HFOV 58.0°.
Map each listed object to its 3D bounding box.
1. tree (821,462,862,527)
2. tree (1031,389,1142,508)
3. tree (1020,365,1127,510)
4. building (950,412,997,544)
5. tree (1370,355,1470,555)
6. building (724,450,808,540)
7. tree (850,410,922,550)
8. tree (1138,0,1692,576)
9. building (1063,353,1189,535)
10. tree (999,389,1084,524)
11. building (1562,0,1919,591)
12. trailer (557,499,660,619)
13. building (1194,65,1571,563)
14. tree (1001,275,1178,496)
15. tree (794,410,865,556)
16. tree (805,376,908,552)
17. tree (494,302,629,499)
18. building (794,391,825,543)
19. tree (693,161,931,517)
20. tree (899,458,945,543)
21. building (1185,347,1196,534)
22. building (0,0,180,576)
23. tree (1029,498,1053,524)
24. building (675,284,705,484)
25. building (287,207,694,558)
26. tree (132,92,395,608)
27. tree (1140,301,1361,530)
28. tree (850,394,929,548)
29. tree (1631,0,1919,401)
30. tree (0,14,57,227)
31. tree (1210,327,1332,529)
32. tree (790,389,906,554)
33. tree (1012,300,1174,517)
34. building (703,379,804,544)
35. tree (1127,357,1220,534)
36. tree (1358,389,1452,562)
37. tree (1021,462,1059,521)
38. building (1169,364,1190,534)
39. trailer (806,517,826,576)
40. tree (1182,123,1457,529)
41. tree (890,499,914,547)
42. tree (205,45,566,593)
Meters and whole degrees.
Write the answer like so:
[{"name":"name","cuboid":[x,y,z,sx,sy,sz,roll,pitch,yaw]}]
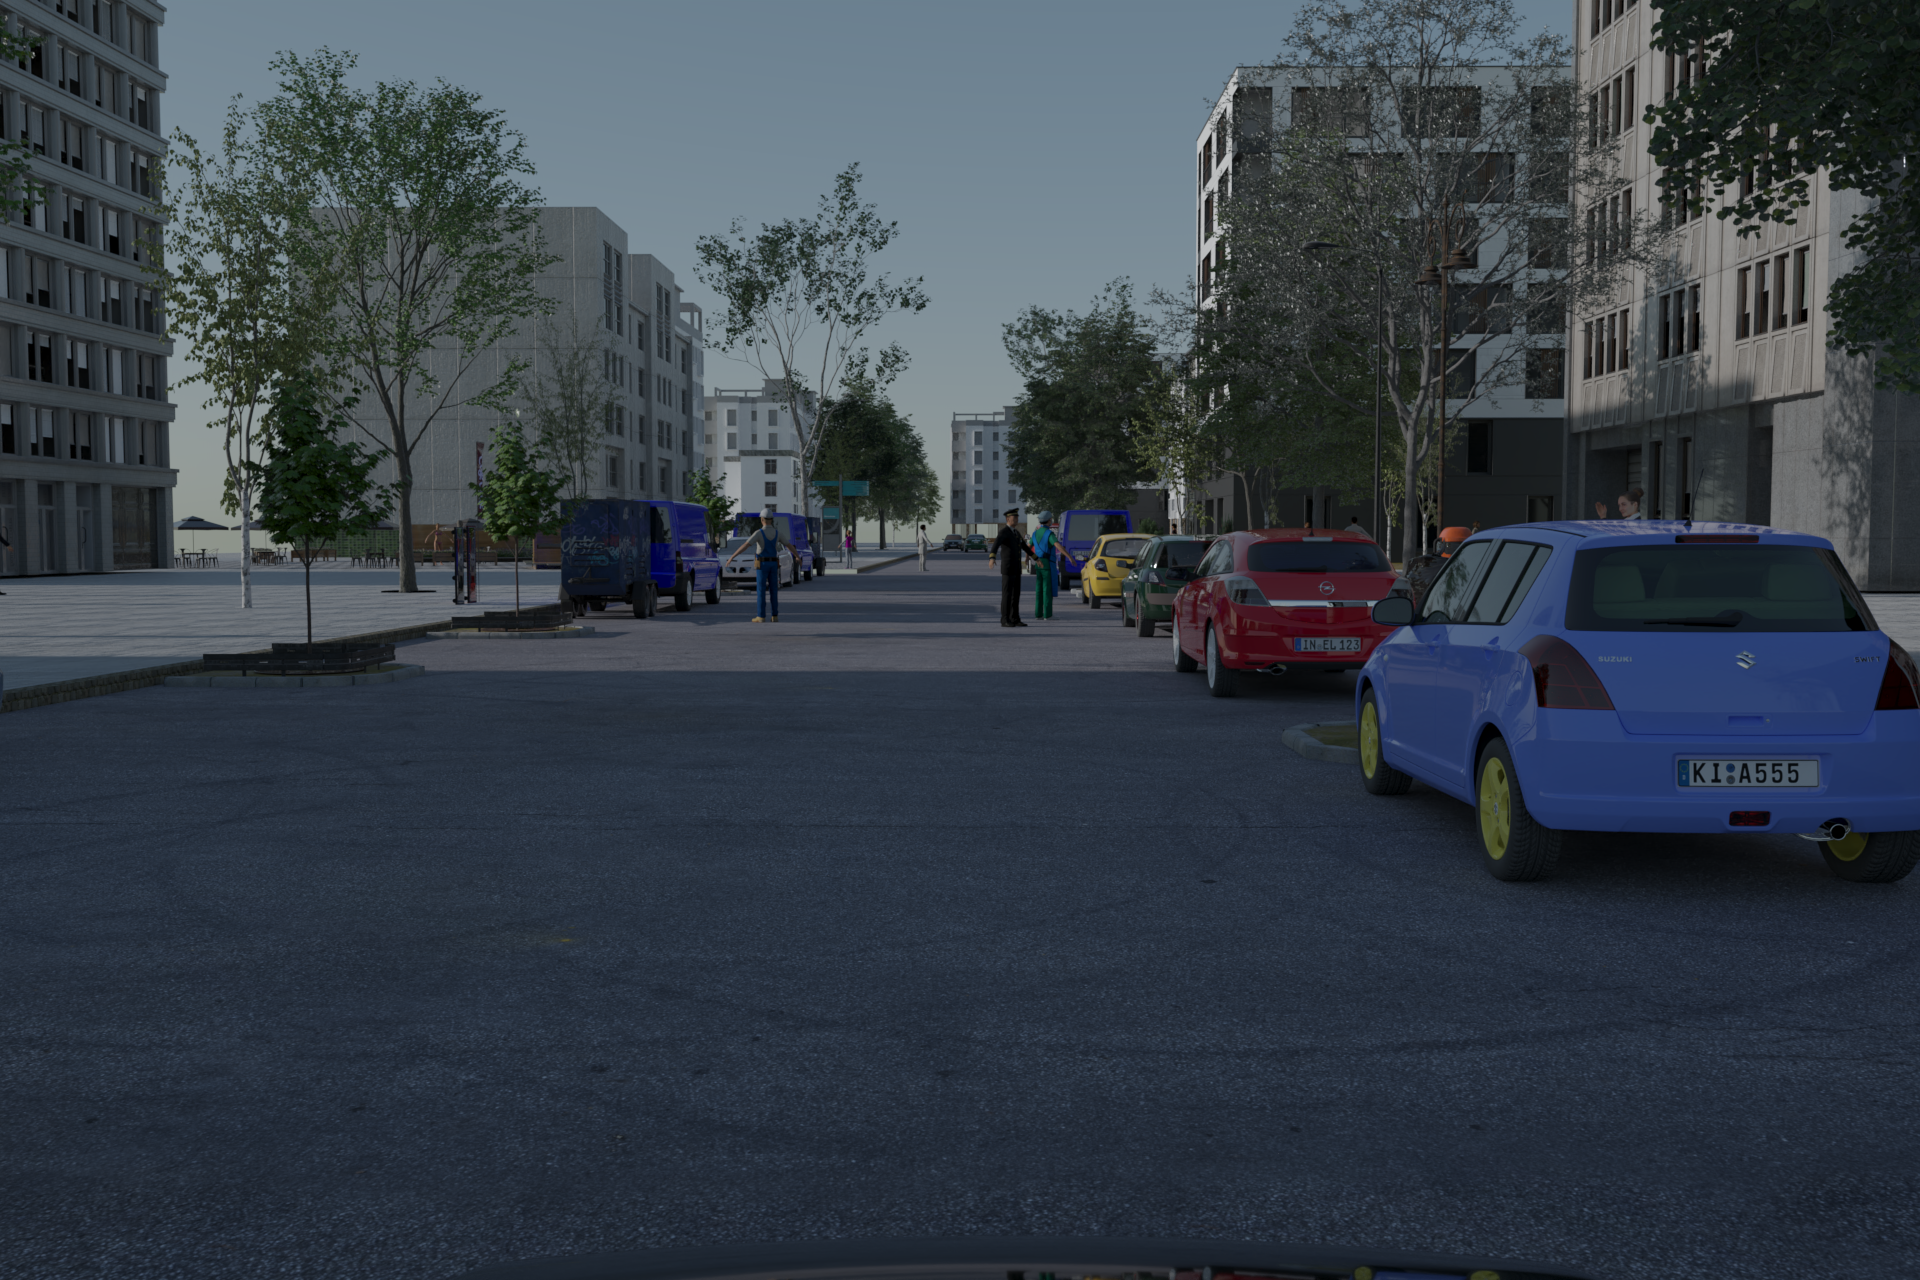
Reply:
[{"name":"tree","cuboid":[-18.235,-21.303,254.965,9.857,13.997,8.962,0,3,0]},{"name":"tree","cuboid":[7.763,-10.528,106.539,7.601,10.594,8.767,1,4,14]},{"name":"tree","cuboid":[7.939,-12.098,115.924,7.486,12.596,7.792,0,3,0]},{"name":"building","cuboid":[-1.164,-24.510,259.609,11.380,20.090,16.016,0,4,5]},{"name":"tree","cuboid":[18.707,-7.237,68.687,4.360,8.622,3.978,0,3,0]},{"name":"building","cuboid":[-20.908,-14.959,186.732,9.099,9.664,28.070,0,4,1]},{"name":"tree","cuboid":[-6.574,-13.300,143.203,9.928,11.665,9.643,0,3,0]},{"name":"tree","cuboid":[9.268,-7.631,35.140,12.009,13.543,11.850,0,3,0]},{"name":"building","cuboid":[26.373,-22.498,211.813,27.936,21.610,32.646,0,4,1]},{"name":"tree","cuboid":[8.117,-14.537,144.335,9.857,13.997,8.962,0,3,0]},{"name":"building","cuboid":[25.605,-14.002,46.195,12.078,24.872,19.932,0,4,1]},{"name":"trailer","cuboid":[-6.017,-1.339,28.948,1.471,1.999,3.904,0,4,1]},{"name":"building","cuboid":[26.202,-15.182,92.203,27.936,21.610,32.646,0,4,1]},{"name":"tree","cuboid":[9.644,-16.560,126.644,12.611,20.169,13.585,0,3,0]},{"name":"tree","cuboid":[-7.447,-9.261,101.782,4.737,8.622,4.395,0,3,0]},{"name":"tree","cuboid":[-7.545,-12.581,123.822,7.486,12.596,7.792,0,3,0]},{"name":"tree","cuboid":[-11.867,-6.376,54.615,4.360,8.622,3.978,0,3,0]},{"name":"building","cuboid":[-24.139,-22.802,229.237,16.016,20.090,11.380,0,4,1]},{"name":"tree","cuboid":[-7.690,-14.282,89.392,12.611,20.169,13.585,0,3,0]},{"name":"tree","cuboid":[-5.885,-20.568,254.419,7.486,12.596,7.792,0,3,0]},{"name":"building","cuboid":[28.440,-18.717,136.953,19.493,23.208,18.063,0,4,1]},{"name":"building","cuboid":[-30.909,-12.476,50.651,8.464,21.280,15.925,0,4,1]},{"name":"tree","cuboid":[8.934,-12.970,162.429,4.360,8.622,3.978,0,3,0]},{"name":"building","cuboid":[-26.494,-16.824,131.495,16.016,20.090,11.380,0,4,1]},{"name":"building","cuboid":[-27.817,-14.876,109.679,16.747,18.905,31.486,0,4,1]},{"name":"tree","cuboid":[-12.256,-4.874,30.055,4.737,8.622,4.395,0,3,0]},{"name":"tree","cuboid":[10.914,-7.946,64.327,8.767,10.594,7.601,0,4,6]},{"name":"tree","cuboid":[-6.939,-15.290,156.650,9.857,13.997,8.962,0,3,0]},{"name":"tree","cuboid":[9.450,-6.520,13.255,9.857,13.997,8.962,0,3,0]},{"name":"tree","cuboid":[-12.218,-5.517,15.951,9.928,11.665,9.643,0,3,0]},{"name":"tree","cuboid":[10.071,-6.589,58.094,4.360,8.622,3.978,0,3,0]},{"name":"tree","cuboid":[-7.002,-10.755,110.253,8.767,10.594,7.601,2,4,31]},{"name":"tree","cuboid":[7.406,-11.586,96.084,9.857,13.997,8.962,0,3,0]},{"name":"building","cuboid":[-25.373,-21.741,211.882,16.016,20.090,11.380,0,4,1]},{"name":"tree","cuboid":[9.019,-7.374,70.928,4.737,8.622,4.395,0,3,0]},{"name":"tree","cuboid":[18.505,-7.532,73.511,4.737,8.622,4.395,0,3,0]},{"name":"tree","cuboid":[8.865,-14.004,154.719,9.928,11.665,9.643,0,3,0]},{"name":"building","cuboid":[28.135,-20.405,190.042,16.016,20.090,11.380,0,4,1]},{"name":"trailer","cuboid":[-5.376,-3.139,58.374,1.471,1.999,3.904,0,4,1]},{"name":"tree","cuboid":[10.110,-7.998,48.891,7.486,12.596,7.792,0,3,0]},{"name":"tree","cuboid":[-6.211,-13.322,168.175,4.737,8.622,4.395,0,3,0]},{"name":"tree","cuboid":[-12.252,-6.850,37.752,9.928,11.665,9.643,0,3,0]}]
